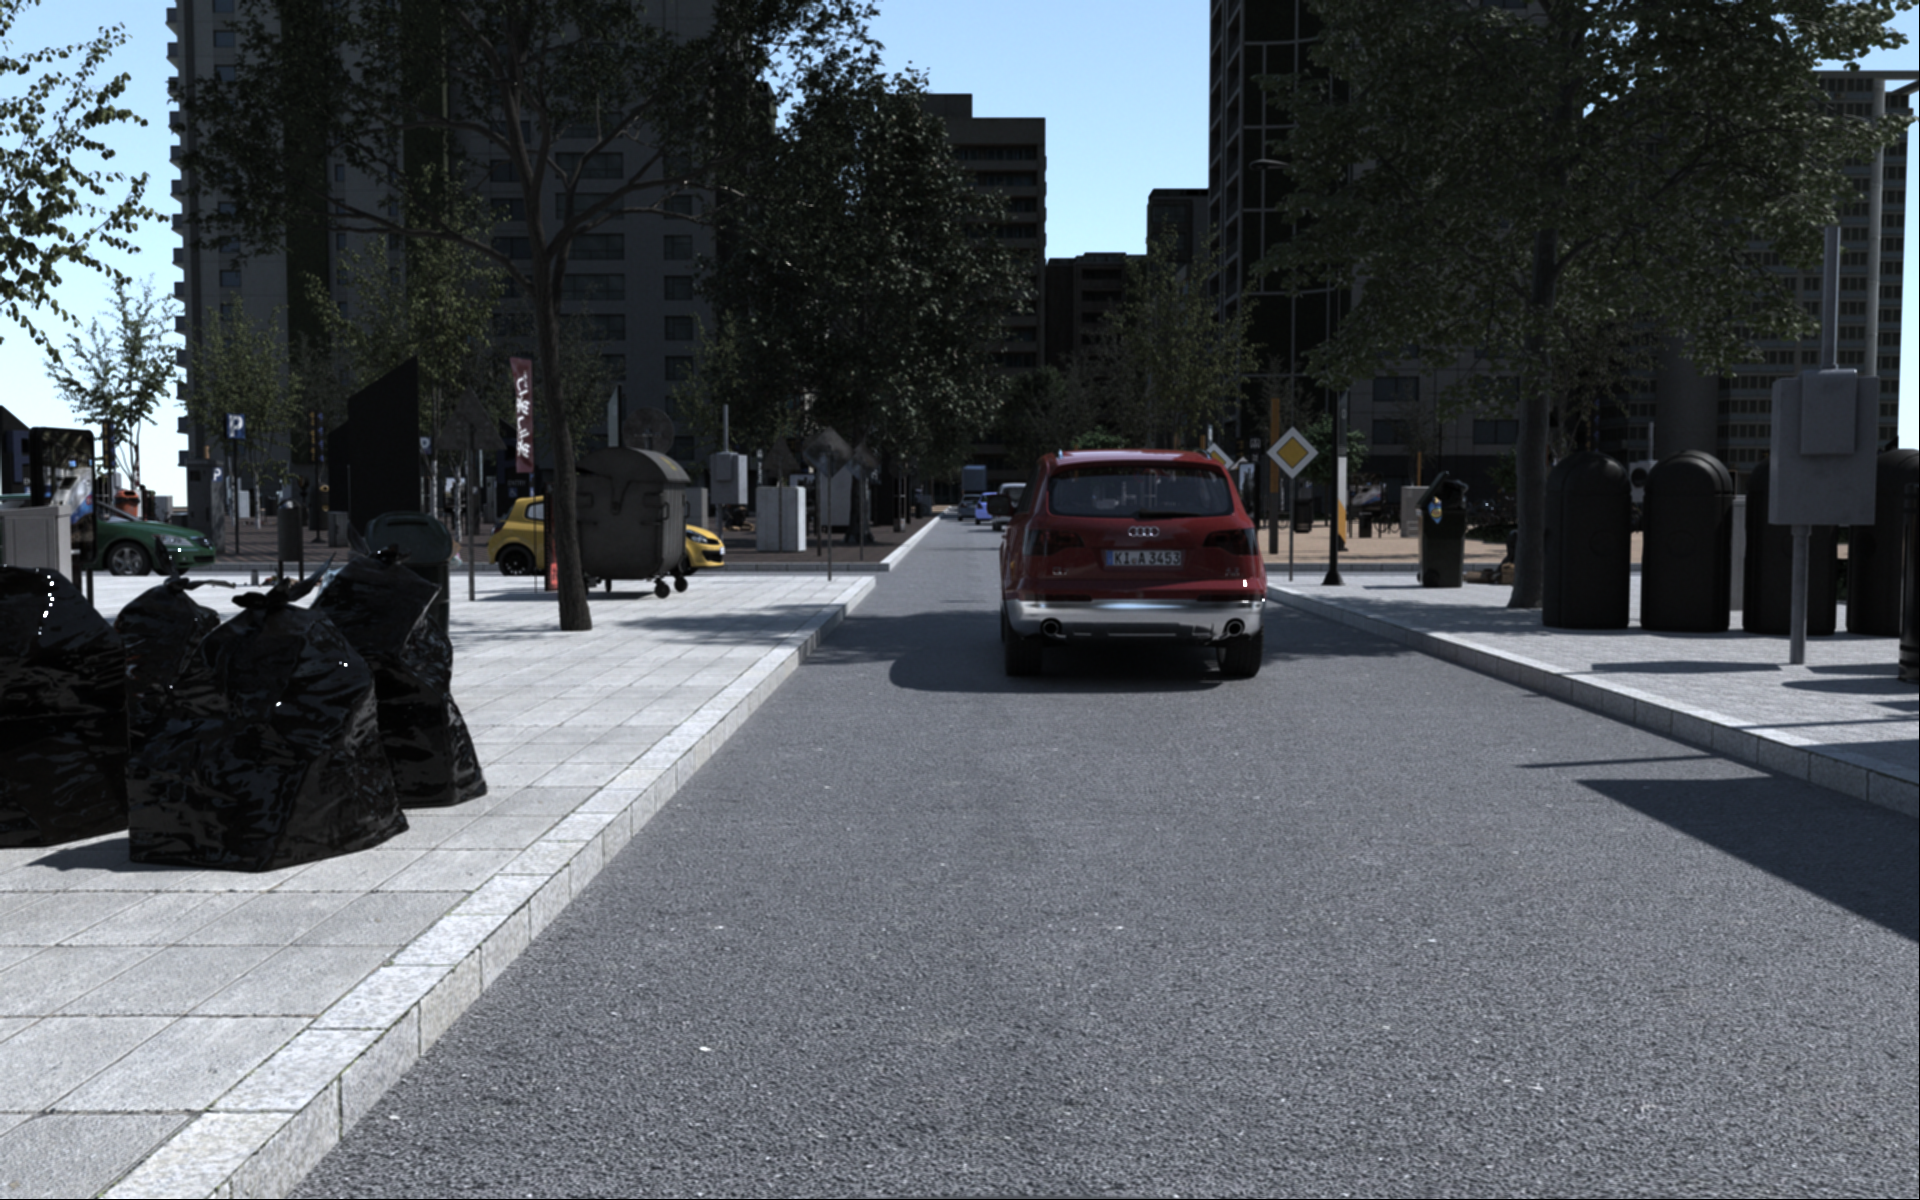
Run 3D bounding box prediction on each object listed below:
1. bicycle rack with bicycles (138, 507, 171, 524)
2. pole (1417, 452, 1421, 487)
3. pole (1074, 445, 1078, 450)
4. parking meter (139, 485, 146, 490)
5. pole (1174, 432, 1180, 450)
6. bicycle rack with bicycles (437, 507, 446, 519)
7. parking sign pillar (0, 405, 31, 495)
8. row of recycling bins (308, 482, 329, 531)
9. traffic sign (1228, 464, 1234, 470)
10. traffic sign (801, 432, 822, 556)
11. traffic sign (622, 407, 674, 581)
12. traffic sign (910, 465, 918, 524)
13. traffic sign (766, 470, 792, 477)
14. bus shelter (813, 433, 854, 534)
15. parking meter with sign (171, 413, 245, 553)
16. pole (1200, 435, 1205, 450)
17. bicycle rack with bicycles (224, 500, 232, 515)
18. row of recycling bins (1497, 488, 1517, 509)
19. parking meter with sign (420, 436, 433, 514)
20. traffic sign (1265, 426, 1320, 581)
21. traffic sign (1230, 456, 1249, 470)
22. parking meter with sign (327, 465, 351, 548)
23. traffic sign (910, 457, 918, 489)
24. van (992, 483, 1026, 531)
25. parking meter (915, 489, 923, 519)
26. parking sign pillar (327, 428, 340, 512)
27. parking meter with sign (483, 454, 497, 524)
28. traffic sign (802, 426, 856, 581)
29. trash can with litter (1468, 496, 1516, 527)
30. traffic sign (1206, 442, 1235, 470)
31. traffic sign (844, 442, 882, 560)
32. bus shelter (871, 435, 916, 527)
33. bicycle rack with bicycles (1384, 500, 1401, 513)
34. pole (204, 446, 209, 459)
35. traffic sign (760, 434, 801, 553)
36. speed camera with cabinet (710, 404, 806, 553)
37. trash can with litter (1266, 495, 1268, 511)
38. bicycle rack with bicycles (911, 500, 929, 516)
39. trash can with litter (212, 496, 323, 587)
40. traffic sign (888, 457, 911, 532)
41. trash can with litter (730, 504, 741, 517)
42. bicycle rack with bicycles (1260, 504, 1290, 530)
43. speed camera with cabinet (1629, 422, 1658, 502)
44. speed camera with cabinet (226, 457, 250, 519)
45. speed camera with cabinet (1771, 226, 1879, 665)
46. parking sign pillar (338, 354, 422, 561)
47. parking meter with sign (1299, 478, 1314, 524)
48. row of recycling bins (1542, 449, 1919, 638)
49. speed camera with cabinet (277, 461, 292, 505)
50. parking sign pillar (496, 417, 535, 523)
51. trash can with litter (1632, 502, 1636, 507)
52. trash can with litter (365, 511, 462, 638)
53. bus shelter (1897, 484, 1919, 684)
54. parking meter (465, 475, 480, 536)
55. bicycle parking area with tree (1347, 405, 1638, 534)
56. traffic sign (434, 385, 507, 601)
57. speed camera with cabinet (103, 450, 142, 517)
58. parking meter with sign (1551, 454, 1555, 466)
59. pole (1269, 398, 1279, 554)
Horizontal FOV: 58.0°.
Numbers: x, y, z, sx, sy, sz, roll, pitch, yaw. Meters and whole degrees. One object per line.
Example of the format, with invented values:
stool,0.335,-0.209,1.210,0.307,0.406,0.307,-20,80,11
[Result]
bicycle rack with bicycles,-23.990,-2.182,49.051,2.925,0.926,2.852,2,4,29
pole,22.221,-5.505,83.855,0.158,3.312,0.155,0,3,0
pole,4.786,-4.744,71.405,0.158,3.312,0.155,0,3,0
parking meter,-50.677,-6.220,107.406,0.255,1.863,0.399,0,4,-5
pole,7.154,-3.875,57.202,0.158,3.312,0.155,0,3,0
bicycle rack with bicycles,-27.910,-4.664,89.645,2.925,0.926,2.852,2,4,26
parking sign pillar,-28.729,-3.955,53.130,1.447,3.967,1.447,1,4,19
row of recycling bins,-21.214,-3.315,61.313,3.534,1.692,1.069,-1,4,-15
traffic sign,8.905,-3.410,57.878,0.606,2.300,0.079,0,4,5
traffic sign,-2.904,-2.176,35.676,0.768,2.556,0.104,1,4,8
traffic sign,-4.568,-1.546,25.381,0.768,2.556,0.104,0,4,2
traffic sign,-2.186,-4.588,75.127,0.768,2.556,0.104,0,4,5
traffic sign,-5.714,-3.364,54.997,0.884,2.594,0.081,0,4,1
bus shelter,-3.995,-3.965,58.759,2.014,3.302,5.546,0,3,0
parking meter with sign,-16.459,-2.540,37.784,1.738,3.016,0.543,1,4,20
pole,8.396,-4.048,60.035,0.158,3.312,0.155,0,3,0
bicycle rack with bicycles,-44.634,-5.551,104.134,2.925,0.926,2.852,-1,4,-14
row of recycling bins,32.233,-5.764,101.359,1.069,1.692,3.534,0,4,4
parking meter with sign,-16.548,-3.396,51.793,0.543,3.016,1.738,2,4,26
traffic sign,4.874,-1.335,25.464,0.795,2.450,0.064,0,4,0
traffic sign,8.580,-3.144,52.586,0.795,2.450,0.064,0,4,4
parking meter with sign,-14.442,-2.797,41.999,0.543,3.016,1.738,3,5,42
traffic sign,-3.329,-5.981,91.658,2.265,3.308,0.079,0,4,3
van,2.141,-3.721,67.848,2.013,2.044,4.112,0,4,-1
parking meter,-2.140,-5.014,90.388,0.372,1.533,0.369,0,3,0
parking sign pillar,-18.536,-3.931,52.742,1.447,3.967,1.447,-1,4,-15
parking meter with sign,-20.088,-4.802,74.767,0.543,3.016,1.738,-3,5,-41
traffic sign,-1.920,-1.337,25.500,0.795,2.450,0.064,0,4,0
trash can with litter,20.783,-3.409,66.797,2.233,1.210,1.678,2,4,25
traffic sign,4.893,-1.823,33.449,0.795,2.450,0.064,0,4,0
traffic sign,-1.902,-1.825,33.485,0.795,2.450,0.064,0,4,0
bus shelter,-2.634,-4.864,70.806,1.731,3.624,6.357,0,4,0
bicycle rack with bicycles,26.254,-5.410,101.843,2.852,0.926,2.925,-1,4,-18
pole,-31.839,-4.857,73.263,0.158,3.312,0.155,0,3,0
traffic sign,-3.906,-2.304,37.670,0.884,2.594,0.081,0,4,3
speed camera with cabinet,-4.455,-2.686,38.259,2.038,3.252,0.660,1,4,14
trash can with litter,16.699,-5.128,94.892,1.678,1.210,2.233,0,4,4
bicycle rack with bicycles,-3.304,-5.491,103.155,2.925,0.926,2.852,0,4,-2
trash can with litter,-9.183,-0.797,24.082,2.233,1.210,1.678,3,4,36
traffic sign,-2.019,-3.531,57.834,0.768,2.556,0.104,1,4,9
trash can with litter,-11.969,-4.972,92.671,0.624,1.170,1.055,1,4,14
bicycle rack with bicycles,10.754,-3.026,62.854,2.852,0.926,2.925,3,5,43
speed camera with cabinet,18.494,-3.296,48.220,0.660,3.252,2.038,-2,4,-31
speed camera with cabinet,-38.211,-5.952,91.658,0.660,3.252,2.038,-3,4,-39
speed camera with cabinet,7.171,-1.134,12.877,2.038,3.252,0.660,1,4,19
parking sign pillar,-11.091,-2.748,33.407,1.447,3.967,1.447,-1,4,-15
parking meter with sign,15.116,-4.847,75.508,0.543,3.016,1.738,0,4,-7
row of recycling bins,7.323,-0.557,16.226,3.534,1.692,1.069,1,4,20
speed camera with cabinet,-40.995,-6.769,105.006,0.660,3.252,2.038,-2,4,-30
parking sign pillar,-15.527,-4.404,60.477,1.447,3.967,1.447,1,4,15
trash can with litter,42.036,-5.926,108.277,0.624,1.170,1.055,2,4,27
trash can with litter,-3.371,0.033,10.848,0.624,1.170,1.055,-2,4,-24
bus shelter,6.608,-1.839,7.693,2.179,5.291,8.768,0,4,0
parking meter,-15.086,-2.929,53.603,0.255,1.863,0.399,2,4,30
bicycle parking area with tree,17.529,-4.261,56.668,8.231,4.147,9.016,-1,4,-21
traffic sign,-5.870,-1.269,20.755,0.884,2.594,0.081,0,4,2
speed camera with cabinet,-35.360,-4.811,72.996,0.660,3.252,2.038,0,4,7
parking meter with sign,25.591,-4.744,73.822,0.543,3.016,1.738,1,4,11
pole,6.702,-2.635,36.933,0.158,3.312,0.155,0,3,0
